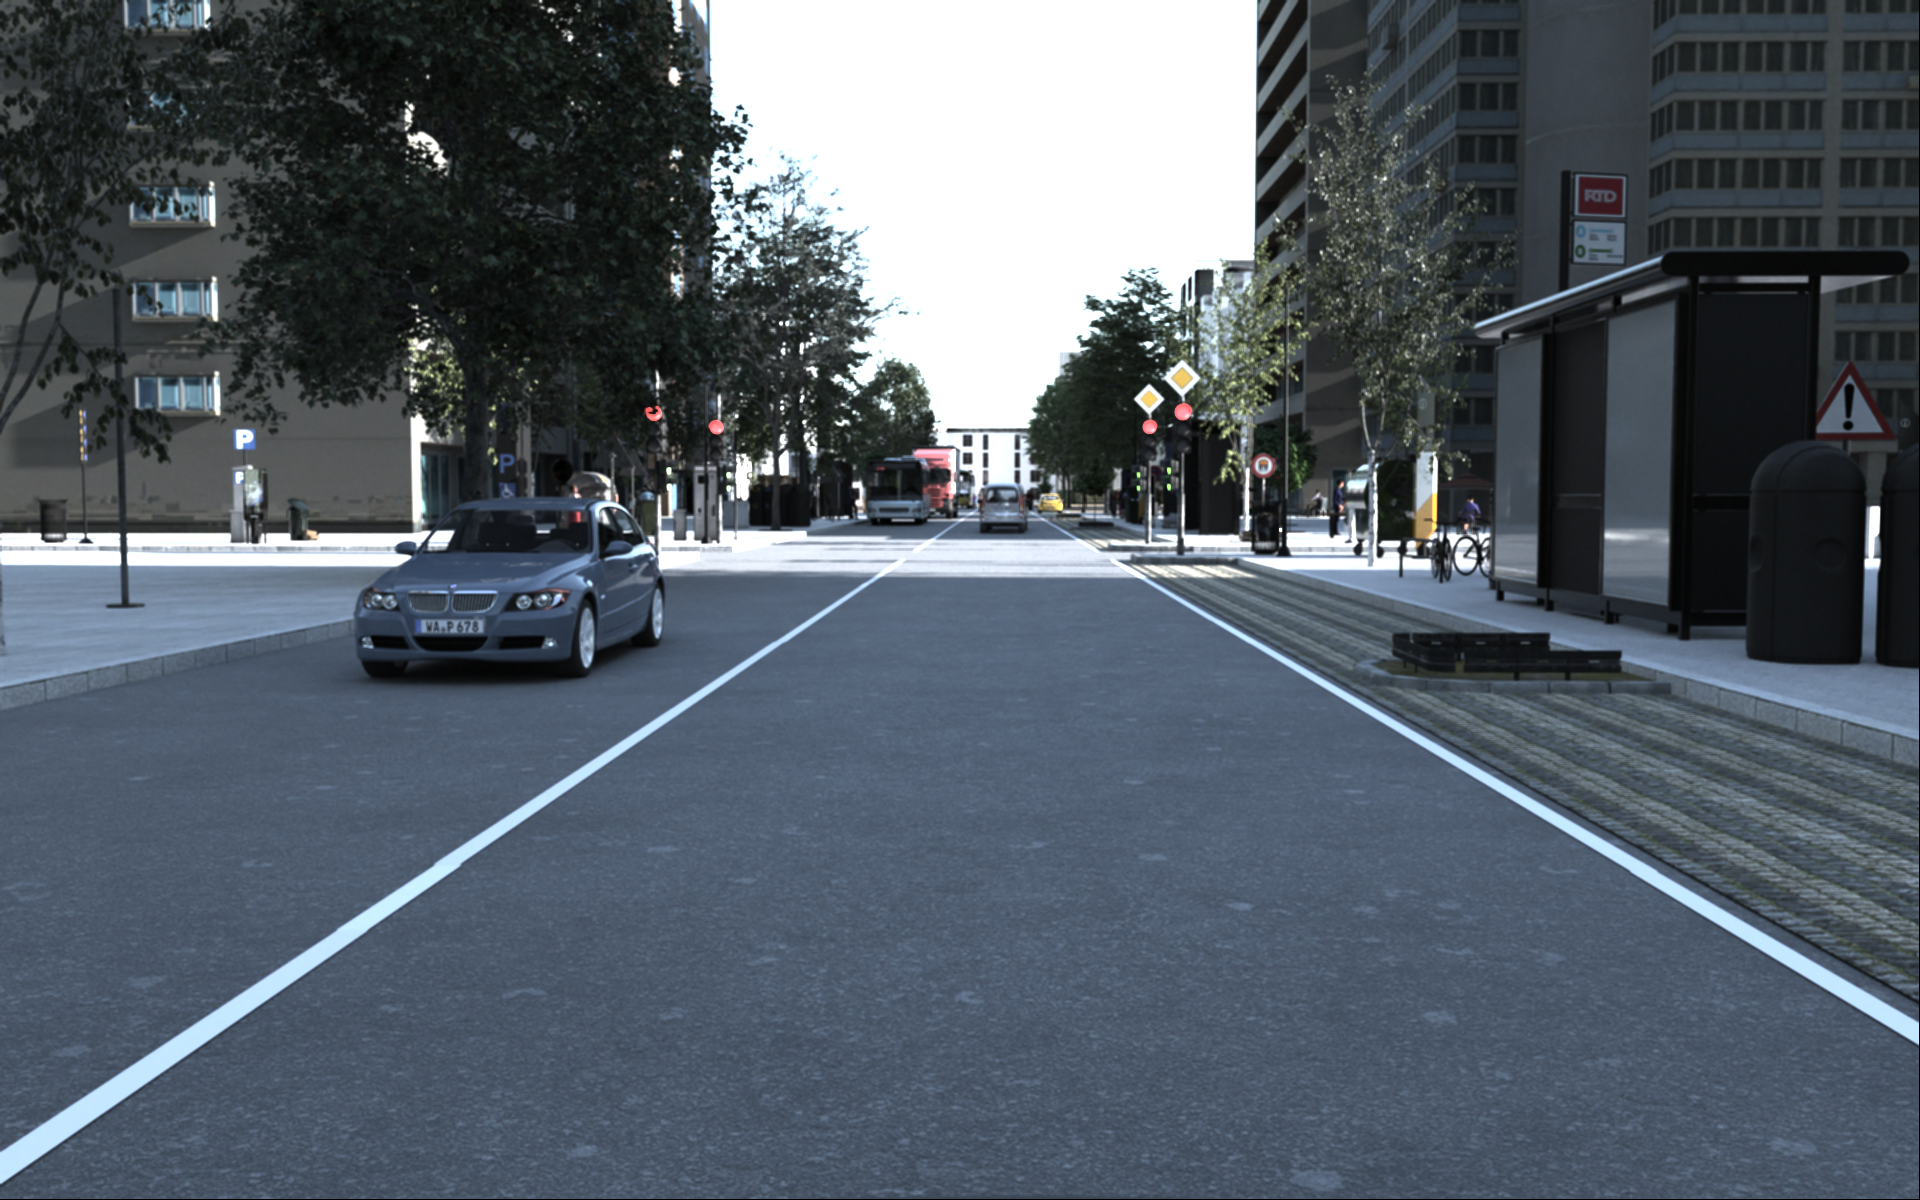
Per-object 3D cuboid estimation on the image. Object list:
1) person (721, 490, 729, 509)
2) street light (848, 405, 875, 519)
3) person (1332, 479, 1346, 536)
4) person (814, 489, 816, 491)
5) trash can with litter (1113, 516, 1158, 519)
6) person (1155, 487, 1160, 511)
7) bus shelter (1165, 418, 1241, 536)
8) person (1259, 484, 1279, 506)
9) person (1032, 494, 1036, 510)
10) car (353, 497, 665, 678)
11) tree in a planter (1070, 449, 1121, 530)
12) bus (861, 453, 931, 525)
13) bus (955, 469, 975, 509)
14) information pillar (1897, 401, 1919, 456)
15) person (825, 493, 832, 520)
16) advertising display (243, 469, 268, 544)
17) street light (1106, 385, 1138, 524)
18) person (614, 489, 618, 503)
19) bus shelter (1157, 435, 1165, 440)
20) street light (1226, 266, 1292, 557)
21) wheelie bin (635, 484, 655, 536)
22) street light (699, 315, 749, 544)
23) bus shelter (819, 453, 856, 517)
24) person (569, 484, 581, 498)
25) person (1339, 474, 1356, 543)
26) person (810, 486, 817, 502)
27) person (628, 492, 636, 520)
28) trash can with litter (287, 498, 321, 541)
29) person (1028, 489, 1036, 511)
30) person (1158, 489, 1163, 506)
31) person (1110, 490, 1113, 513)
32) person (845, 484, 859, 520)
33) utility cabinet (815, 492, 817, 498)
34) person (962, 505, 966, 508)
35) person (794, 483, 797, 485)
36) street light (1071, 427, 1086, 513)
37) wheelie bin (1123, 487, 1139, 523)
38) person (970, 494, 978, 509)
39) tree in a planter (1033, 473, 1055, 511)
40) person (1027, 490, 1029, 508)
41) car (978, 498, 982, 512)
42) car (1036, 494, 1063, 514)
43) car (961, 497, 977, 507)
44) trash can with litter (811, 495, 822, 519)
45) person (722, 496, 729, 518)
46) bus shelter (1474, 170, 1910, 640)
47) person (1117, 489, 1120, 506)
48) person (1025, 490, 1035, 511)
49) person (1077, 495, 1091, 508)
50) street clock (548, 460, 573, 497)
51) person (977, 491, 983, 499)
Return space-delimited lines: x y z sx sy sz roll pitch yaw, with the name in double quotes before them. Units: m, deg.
"person" -10.667 -4.367 77.569 0.598 1.807 0.434 -1 4 -17
"street light" -5.102 -7.182 89.960 1.470 5.913 1.316 0 4 1
"person" 11.775 -2.870 53.664 0.504 1.737 0.576 0 4 8
"person" -13.851 -9.740 165.380 1.350 1.814 0.705 0 4 8
"trash can with litter" 9.060 -4.808 89.667 2.233 1.210 1.678 1 4 15
"person" 15.223 -7.811 133.890 0.705 1.807 1.348 0 4 -3
"bus shelter" 7.954 -3.991 56.539 1.731 3.624 6.357 0 4 1
"person" 13.358 -4.180 74.917 0.750 1.759 0.617 -1 4 -11
"person" 6.526 -8.789 155.420 0.599 1.433 0.991 -2 4 -31
"car" -3.735 -0.187 15.064 2.014 1.417 4.499 0 4 2
"tree in a planter" 5.416 -4.413 69.381 1.991 3.239 1.994 0 4 1
"bus" -2.902 -5.441 83.825 2.948 3.499 13.247 0 4 1
"bus" -0.019 -11.005 171.482 2.896 3.916 12.252 0 4 3
"information pillar" 23.708 -3.181 43.360 0.504 3.616 0.183 1 4 17
"person" -6.601 -4.715 87.046 0.340 1.345 0.435 0 4 6
"advertising display" -18.016 -2.391 44.303 0.974 1.923 0.123 3 4 38
"street light" 6.935 -6.200 73.906 1.470 5.913 1.316 0 4 1
"person" -11.385 -3.056 56.129 0.598 1.807 0.434 -2 4 -33
"bus shelter" 8.934 -4.728 68.580 1.731 3.624 6.357 0 4 1
"street light" 6.118 -3.847 35.444 1.470 5.913 1.316 0 4 1
"wheelie bin" -9.513 -2.744 52.768 0.693 1.594 0.980 -2 4 -30
"street light" -5.963 -4.388 44.290 1.470 5.913 1.316 0 4 1
"bus shelter" -6.892 -6.583 98.918 1.731 3.624 6.357 0 4 1
"person" -9.786 -2.164 43.899 0.387 1.526 0.523 -2 4 -30
"person" 10.130 -2.370 44.935 0.789 1.805 0.875 0 4 -5
"person" -9.394 -6.446 111.555 0.598 1.807 0.434 2 4 33
"person" -11.962 -3.246 63.028 0.340 1.345 0.435 -1 4 -22
"trash can with litter" -17.943 -2.207 47.476 1.055 1.170 0.624 2 4 31
"person" 6.058 -8.560 148.413 0.705 1.831 1.348 3 4 37
"person" 21.228 -10.947 184.987 0.705 1.831 1.348 -3 4 -36
"person" 10.038 -6.548 115.376 0.482 1.546 0.388 -3 5 -42
"person" -5.394 -4.919 86.911 0.683 1.767 0.568 -1 4 -17
"utility cabinet" -8.545 -6.131 108.922 1.173 1.500 0.318 -1 4 -11
"person" 0.439 -10.714 184.387 1.217 1.735 0.721 -2 4 -30
"person" -7.457 -4.331 77.379 0.750 1.759 0.617 0 4 3
"street light" 7.961 -8.974 119.260 1.470 5.913 1.316 0 4 1
"wheelie bin" 7.769 -4.291 78.065 0.980 1.594 0.693 -1 4 -18
"person" 1.272 -9.197 162.086 0.991 1.433 0.599 3 5 40
"tree in a planter" 7.191 -9.098 145.977 1.991 3.239 1.994 0 4 1
"person" 7.046 -10.436 179.266 1.348 1.807 0.705 -2 4 -25
"car" 2.474 -7.695 137.616 2.131 1.459 4.920 0 4 3
"car" 6.542 -7.104 126.372 2.015 1.641 3.980 0 4 1
"car" 0.922 -10.866 187.246 1.945 1.707 3.694 0 4 0
"trash can with litter" -7.865 -4.910 91.340 1.678 1.210 2.233 0 4 6
"person" -12.333 -5.146 90.876 0.504 1.737 0.576 -3 5 -45
"bus shelter" 7.224 -2.547 19.268 2.179 5.291 8.768 0 4 1
"person" 17.378 -11.251 189.940 0.705 1.831 1.348 -3 4 -37
"person" 5.623 -8.260 144.073 1.217 1.766 0.721 0 4 5
"person" 11.401 -9.331 158.607 1.348 1.823 0.705 0 4 -6
"street clock" -8.378 -1.944 36.362 0.471 2.002 0.358 -2 4 -35
"person" 2.319 -11.322 193.628 0.705 1.823 1.348 -3 5 -45
